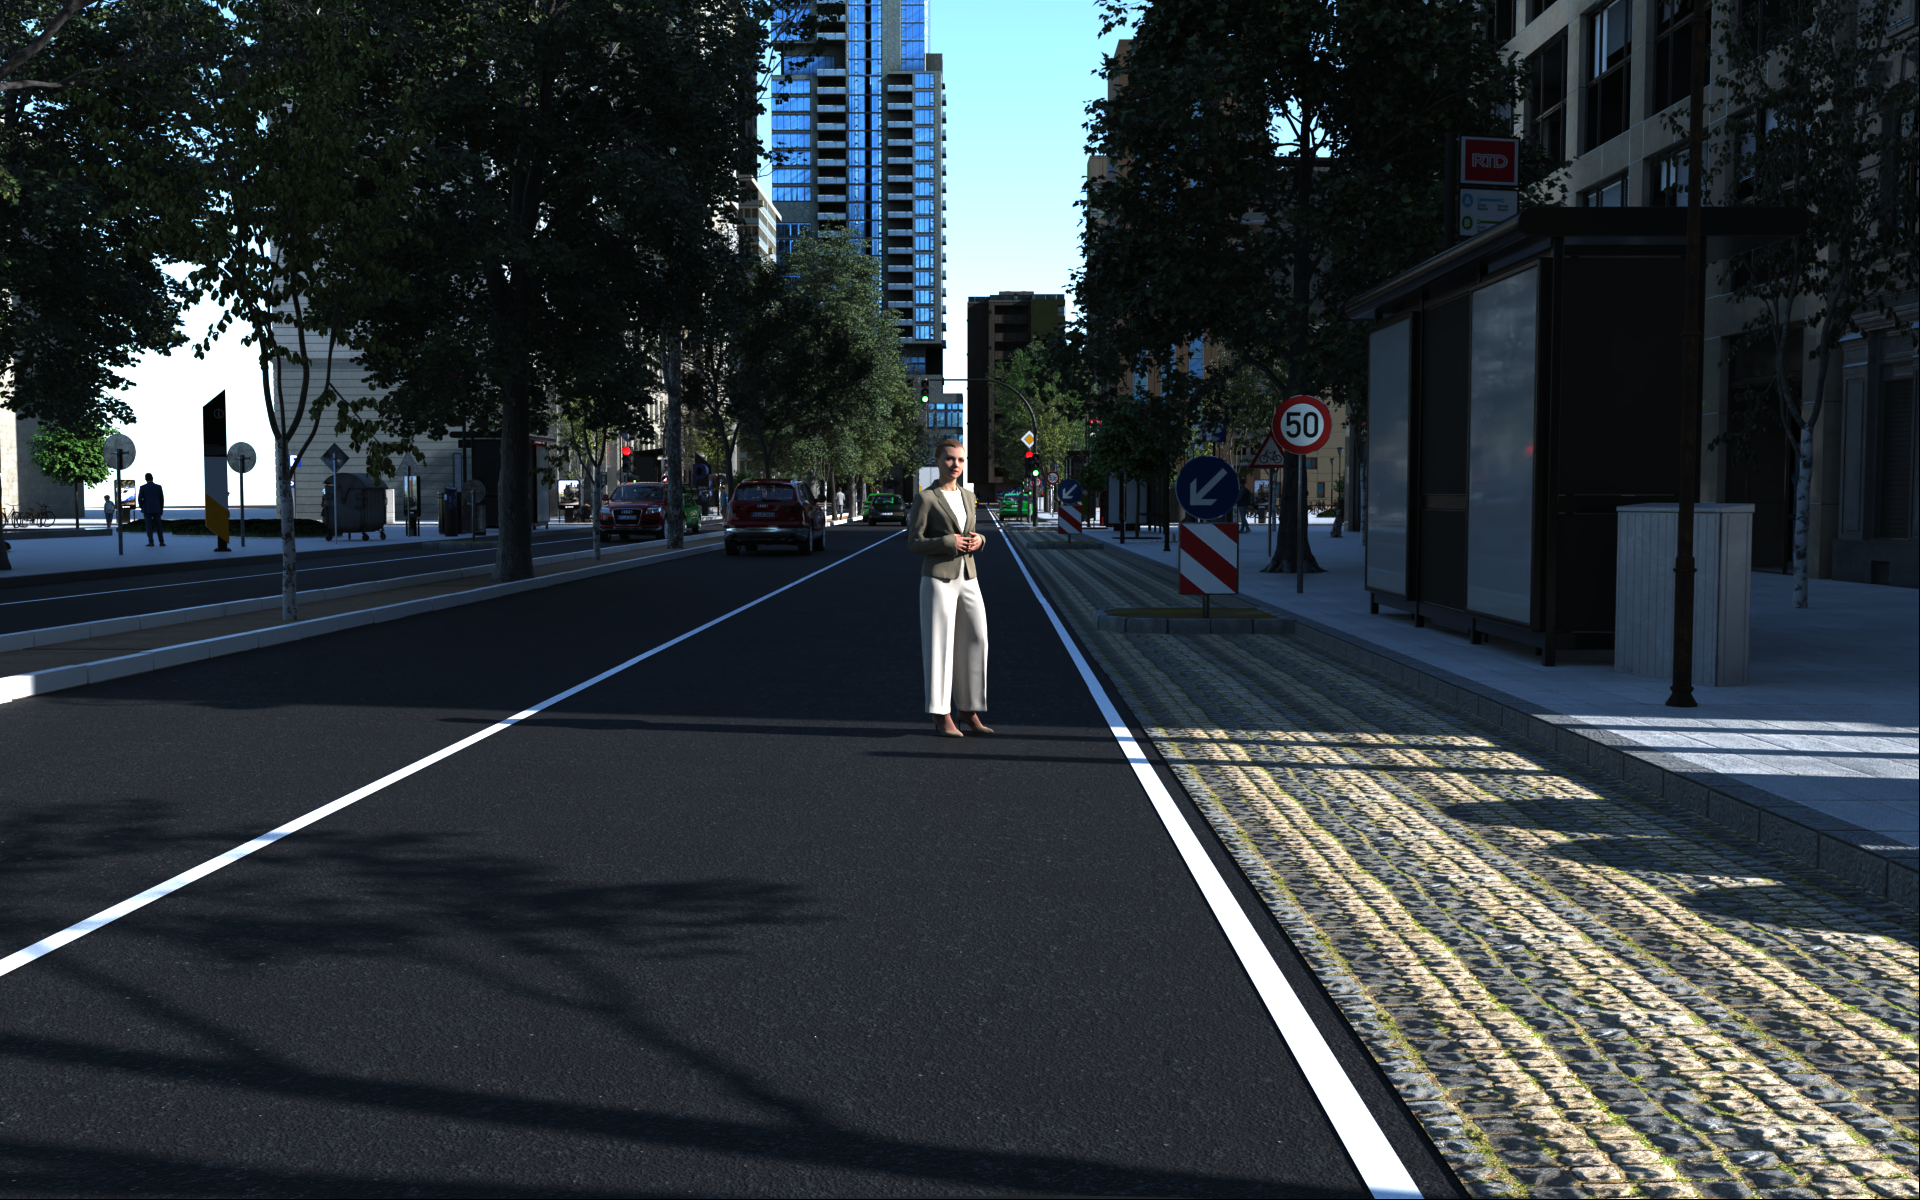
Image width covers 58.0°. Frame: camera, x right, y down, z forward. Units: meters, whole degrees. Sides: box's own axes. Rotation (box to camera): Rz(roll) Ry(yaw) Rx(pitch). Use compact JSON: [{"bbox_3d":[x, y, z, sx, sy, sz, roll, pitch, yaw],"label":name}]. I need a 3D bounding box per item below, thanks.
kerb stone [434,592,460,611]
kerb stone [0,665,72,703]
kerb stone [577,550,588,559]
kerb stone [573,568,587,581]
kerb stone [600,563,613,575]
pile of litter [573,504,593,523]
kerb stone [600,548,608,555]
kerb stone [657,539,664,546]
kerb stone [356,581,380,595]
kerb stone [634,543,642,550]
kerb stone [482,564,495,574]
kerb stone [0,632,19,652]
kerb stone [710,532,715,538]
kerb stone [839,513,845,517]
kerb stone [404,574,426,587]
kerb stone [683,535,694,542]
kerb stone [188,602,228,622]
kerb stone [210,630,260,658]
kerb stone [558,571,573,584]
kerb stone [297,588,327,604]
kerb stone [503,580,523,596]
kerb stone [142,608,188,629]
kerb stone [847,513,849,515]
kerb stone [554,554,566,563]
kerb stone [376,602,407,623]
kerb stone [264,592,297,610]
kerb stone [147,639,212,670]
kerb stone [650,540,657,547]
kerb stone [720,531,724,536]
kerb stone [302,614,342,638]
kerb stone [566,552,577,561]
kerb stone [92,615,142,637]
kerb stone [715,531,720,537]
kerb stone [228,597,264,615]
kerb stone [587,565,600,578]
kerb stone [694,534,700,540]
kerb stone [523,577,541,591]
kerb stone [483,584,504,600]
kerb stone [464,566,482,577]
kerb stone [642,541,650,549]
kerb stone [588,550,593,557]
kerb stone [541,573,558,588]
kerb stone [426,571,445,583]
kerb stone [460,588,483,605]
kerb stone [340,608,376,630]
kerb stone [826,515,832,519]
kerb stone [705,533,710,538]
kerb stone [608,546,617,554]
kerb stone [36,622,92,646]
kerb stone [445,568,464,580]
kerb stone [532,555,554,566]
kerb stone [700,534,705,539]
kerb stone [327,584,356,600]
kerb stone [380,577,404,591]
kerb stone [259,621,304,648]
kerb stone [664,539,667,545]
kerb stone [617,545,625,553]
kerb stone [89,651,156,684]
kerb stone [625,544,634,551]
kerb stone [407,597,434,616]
[{"bbox_3d":[-6.515,0.028,21.733,0.120,0.150,1.000,0,4,1],"label":"kerb stone"},{"bbox_3d":[-6.629,0.594,12.521,0.120,0.150,1.000,0,4,1],"label":"kerb stone"},{"bbox_3d":[-8.429,-0.978,38.191,0.120,0.150,1.000,0,4,1],"label":"kerb stone"},{"bbox_3d":[-6.437,-0.406,28.910,0.120,0.150,1.000,0,4,1],"label":"kerb stone"},{"bbox_3d":[-6.415,-0.536,30.966,0.120,0.150,1.000,0,4,1],"label":"kerb stone"},{"bbox_3d":[-16.678,-3.907,77.837,1.719,0.858,1.176,-1,4,-20],"label":"pile of litter"},{"bbox_3d":[-8.416,-1.104,40.238,0.120,0.150,1.000,0,4,1],"label":"kerb stone"},{"bbox_3d":[-8.333,-1.541,47.398,0.120,0.150,1.000,0,4,1],"label":"kerb stone"},{"bbox_3d":[-8.591,-0.162,24.851,0.120,0.150,1.000,0,4,1],"label":"kerb stone"},{"bbox_3d":[-8.362,-1.353,44.325,0.120,0.150,1.000,0,4,1],"label":"kerb stone"},{"bbox_3d":[-8.513,-0.539,31.010,0.120,0.150,1.000,0,4,1],"label":"kerb stone"},{"bbox_3d":[-8.690,0.402,15.620,0.120,0.150,1.000,0,4,1],"label":"kerb stone"},{"bbox_3d":[-8.225,-2.104,56.648,0.120,0.150,1.000,0,4,1],"label":"kerb stone"},{"bbox_3d":[-7.623,-5.397,110.445,0.120,0.150,1.000,0,4,1],"label":"kerb stone"},{"bbox_3d":[-8.562,-0.288,26.900,0.120,0.150,1.000,0,4,1],"label":"kerb stone"},{"bbox_3d":[-8.279,-1.856,52.540,0.120,0.150,1.000,0,4,1],"label":"kerb stone"},{"bbox_3d":[-8.644,0.152,19.715,0.120,0.150,1.000,0,4,1],"label":"kerb stone"},{"bbox_3d":[-6.591,0.405,15.593,0.120,0.150,1.000,0,4,1],"label":"kerb stone"},{"bbox_3d":[-6.447,-0.348,27.887,0.120,0.150,1.000,0,4,1],"label":"kerb stone"},{"bbox_3d":[-8.612,-0.036,22.792,0.120,0.150,1.000,0,4,1],"label":"kerb stone"},{"bbox_3d":[-6.487,-0.160,24.804,0.120,0.150,1.000,0,4,1],"label":"kerb stone"},{"bbox_3d":[-8.653,0.217,18.693,0.120,0.150,1.000,0,4,1],"label":"kerb stone"},{"bbox_3d":[-7.581,-5.649,114.556,0.120,0.150,1.000,0,4,1],"label":"kerb stone"},{"bbox_3d":[-8.457,-0.851,36.137,0.120,0.150,1.000,0,4,1],"label":"kerb stone"},{"bbox_3d":[-6.536,0.154,19.683,0.120,0.150,1.000,0,4,1],"label":"kerb stone"},{"bbox_3d":[-8.619,0.032,21.763,0.120,0.150,1.000,0,4,1],"label":"kerb stone"},{"bbox_3d":[-6.601,0.466,14.570,0.120,0.150,1.000,0,4,1],"label":"kerb stone"},{"bbox_3d":[-8.348,-1.479,46.376,0.120,0.150,1.000,0,4,1],"label":"kerb stone"},{"bbox_3d":[-8.207,-2.233,58.698,0.120,0.150,1.000,0,4,1],"label":"kerb stone"},{"bbox_3d":[-6.567,0.279,17.639,0.120,0.150,1.000,0,4,1],"label":"kerb stone"},{"bbox_3d":[-8.450,-0.913,37.163,0.120,0.150,1.000,0,4,1],"label":"kerb stone"},{"bbox_3d":[-8.674,0.277,17.671,0.120,0.150,1.000,0,4,1],"label":"kerb stone"},{"bbox_3d":[-8.220,-2.170,57.676,0.120,0.150,1.000,0,4,1],"label":"kerb stone"},{"bbox_3d":[-8.631,0.089,20.741,0.120,0.150,1.000,0,4,1],"label":"kerb stone"},{"bbox_3d":[-6.432,-0.472,29.939,0.120,0.150,1.000,0,4,1],"label":"kerb stone"},{"bbox_3d":[-8.261,-1.915,53.567,0.120,0.150,1.000,0,4,1],"label":"kerb stone"},{"bbox_3d":[-6.476,-0.220,25.834,0.120,0.150,1.000,0,4,1],"label":"kerb stone"},{"bbox_3d":[-6.489,-0.097,23.780,0.120,0.150,1.000,0,4,1],"label":"kerb stone"},{"bbox_3d":[-8.517,-0.476,29.977,0.120,0.150,1.000,0,4,1],"label":"kerb stone"},{"bbox_3d":[-8.349,-1.412,45.348,0.120,0.150,1.000,0,4,1],"label":"kerb stone"},{"bbox_3d":[-8.428,-1.041,39.214,0.120,0.150,1.000,0,4,1],"label":"kerb stone"},{"bbox_3d":[-6.457,-0.283,26.864,0.120,0.150,1.000,0,4,1],"label":"kerb stone"},{"bbox_3d":[-8.556,-0.350,27.922,0.120,0.150,1.000,0,4,1],"label":"kerb stone"},{"bbox_3d":[-6.505,-0.029,22.755,0.120,0.150,1.000,0,4,1],"label":"kerb stone"},{"bbox_3d":[-6.560,0.216,18.661,0.120,0.150,1.000,0,4,1],"label":"kerb stone"},{"bbox_3d":[-7.714,-4.894,102.254,0.120,0.150,1.000,0,4,1],"label":"kerb stone"},{"bbox_3d":[-8.241,-2.040,55.619,0.120,0.150,1.000,0,4,1],"label":"kerb stone"},{"bbox_3d":[-8.405,-1.165,41.260,0.120,0.150,1.000,0,4,1],"label":"kerb stone"},{"bbox_3d":[-8.680,0.340,16.642,0.120,0.150,1.000,0,4,1],"label":"kerb stone"},{"bbox_3d":[-8.547,-0.412,28.956,0.120,0.150,1.000,0,4,1],"label":"kerb stone"},{"bbox_3d":[-8.472,-0.790,35.108,0.120,0.150,1.000,0,4,1],"label":"kerb stone"},{"bbox_3d":[-8.250,-1.977,54.589,0.120,0.150,1.000,0,4,1],"label":"kerb stone"},{"bbox_3d":[-8.588,-0.094,23.823,0.120,0.150,1.000,0,4,1],"label":"kerb stone"},{"bbox_3d":[-8.571,-0.221,25.879,0.120,0.150,1.000,0,4,1],"label":"kerb stone"},{"bbox_3d":[-6.573,0.341,16.615,0.120,0.150,1.000,0,4,1],"label":"kerb stone"},{"bbox_3d":[-8.328,-1.601,48.420,0.120,0.150,1.000,0,4,1],"label":"kerb stone"},{"bbox_3d":[-8.391,-1.228,42.281,0.120,0.150,1.000,0,4,1],"label":"kerb stone"},{"bbox_3d":[-6.609,0.537,13.543,0.120,0.150,1.000,0,4,1],"label":"kerb stone"},{"bbox_3d":[-8.380,-1.288,43.303,0.120,0.150,1.000,0,4,1],"label":"kerb stone"},{"bbox_3d":[-6.534,0.091,20.708,0.120,0.150,1.000,0,4,1],"label":"kerb stone"}]
